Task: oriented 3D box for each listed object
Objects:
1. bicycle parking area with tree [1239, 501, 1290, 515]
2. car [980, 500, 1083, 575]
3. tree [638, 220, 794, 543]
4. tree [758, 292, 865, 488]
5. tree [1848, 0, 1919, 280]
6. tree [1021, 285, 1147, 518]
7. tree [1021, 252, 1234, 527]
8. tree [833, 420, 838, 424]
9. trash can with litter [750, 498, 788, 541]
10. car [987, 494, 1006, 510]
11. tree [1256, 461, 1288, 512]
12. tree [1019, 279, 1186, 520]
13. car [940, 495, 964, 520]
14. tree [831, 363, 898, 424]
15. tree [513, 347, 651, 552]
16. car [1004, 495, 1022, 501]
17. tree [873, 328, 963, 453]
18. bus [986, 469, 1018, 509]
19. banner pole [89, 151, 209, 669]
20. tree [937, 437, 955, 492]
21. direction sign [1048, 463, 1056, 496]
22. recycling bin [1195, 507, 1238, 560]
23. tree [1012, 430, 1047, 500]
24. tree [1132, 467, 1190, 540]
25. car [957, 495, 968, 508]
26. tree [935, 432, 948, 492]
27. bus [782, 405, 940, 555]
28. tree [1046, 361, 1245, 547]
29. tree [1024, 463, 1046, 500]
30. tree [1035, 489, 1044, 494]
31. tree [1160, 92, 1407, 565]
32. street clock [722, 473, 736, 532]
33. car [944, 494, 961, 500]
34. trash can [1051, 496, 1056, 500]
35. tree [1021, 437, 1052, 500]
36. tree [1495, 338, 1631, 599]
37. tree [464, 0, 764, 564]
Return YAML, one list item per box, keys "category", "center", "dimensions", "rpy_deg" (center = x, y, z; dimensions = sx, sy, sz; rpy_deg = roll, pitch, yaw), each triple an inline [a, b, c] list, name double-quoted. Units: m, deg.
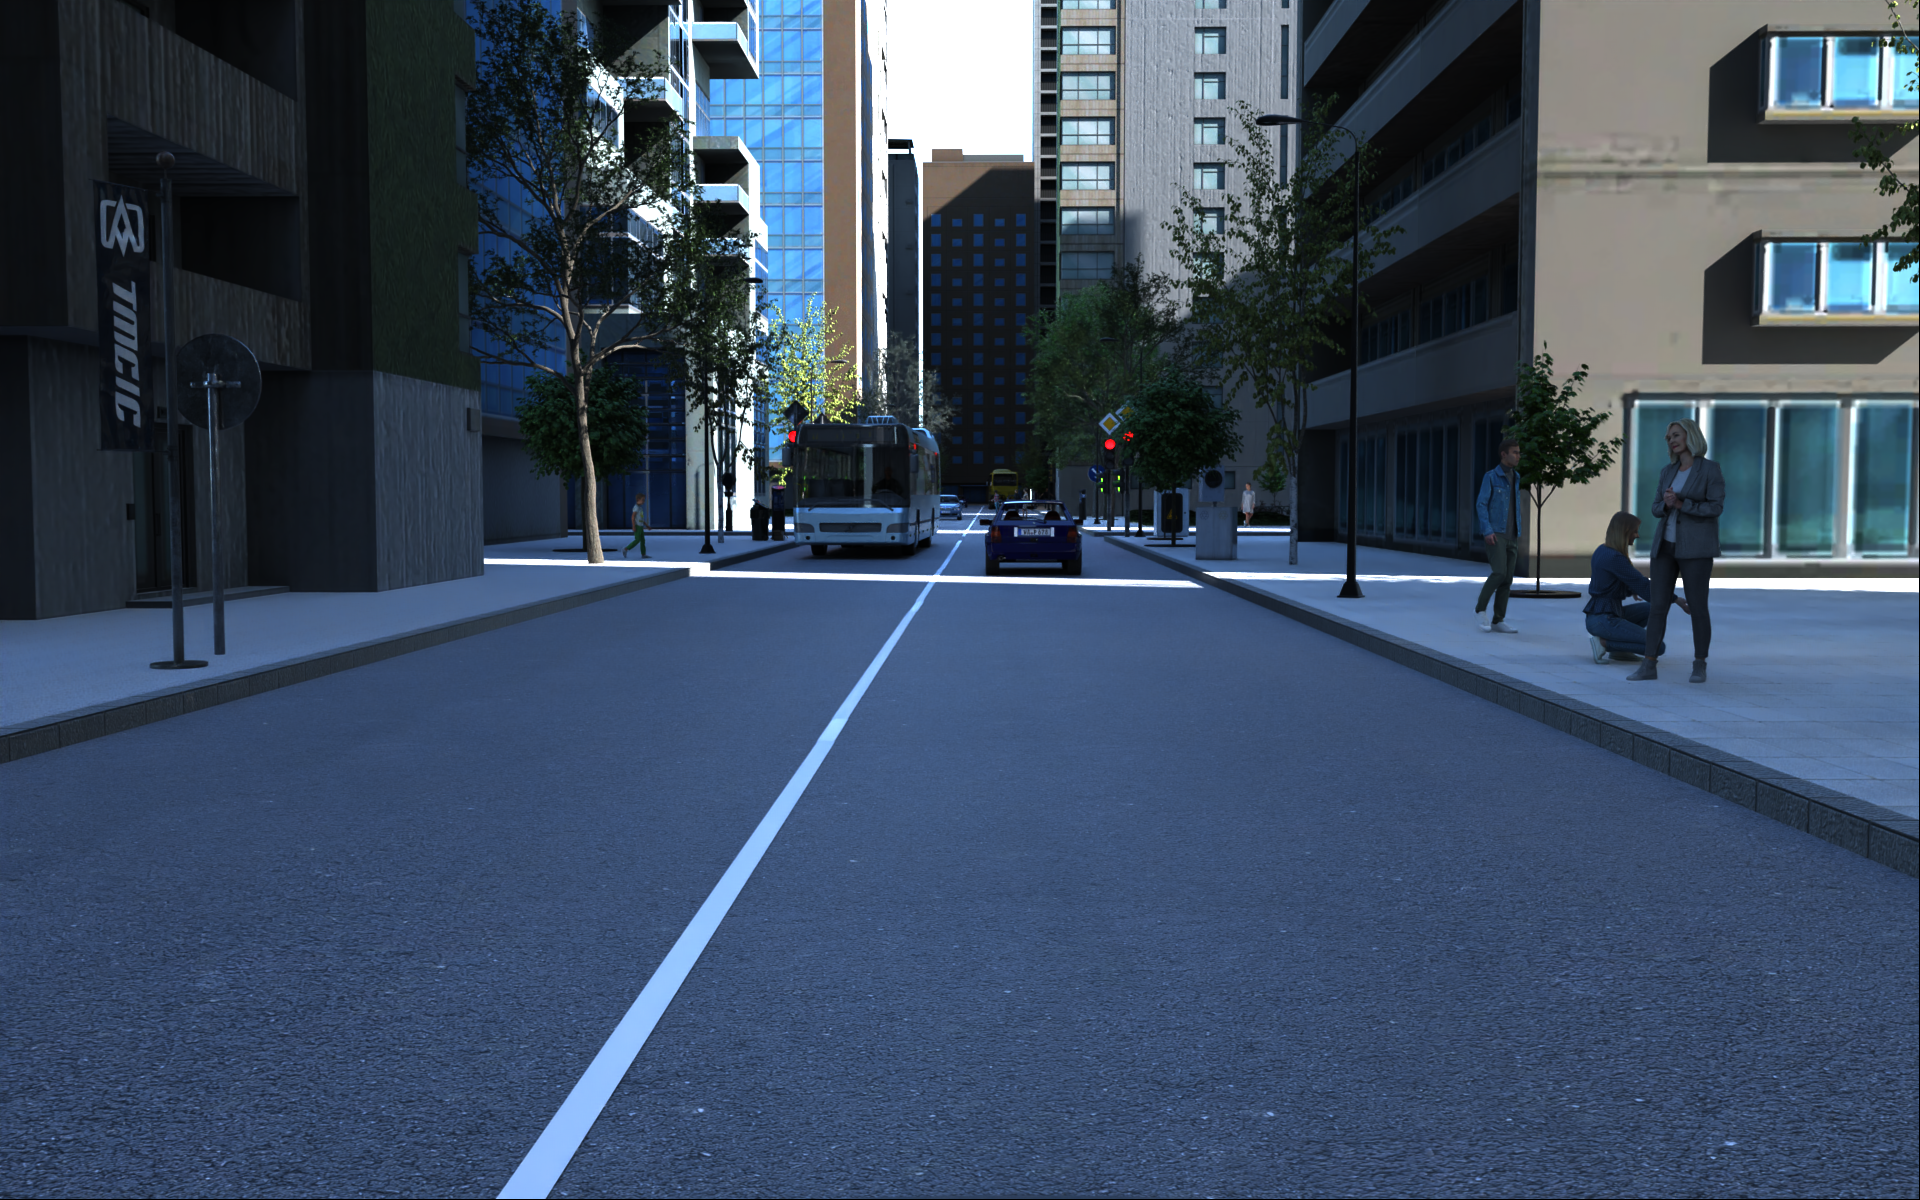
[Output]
- category: "bicycle parking area with tree"
  center: [18.898, -6.469, 92.777]
  dimensions: [9.016, 4.147, 8.231]
  rpy_deg: [2, 4, 34]
- category: "car"
  center: [1.332, -1.191, 32.051]
  dimensions: [1.945, 1.354, 3.894]
  rpy_deg: [0, 4, 1]
- category: "tree"
  center: [-6.260, -5.793, 45.073]
  dimensions: [4.360, 8.622, 3.978]
  rpy_deg: [0, 3, 0]
- category: "tree"
  center: [-5.760, -6.958, 64.127]
  dimensions: [4.737, 8.622, 4.395]
  rpy_deg: [0, 3, 0]
- category: "tree"
  center: [13.354, -4.380, 21.984]
  dimensions: [4.737, 8.622, 4.395]
  rpy_deg: [0, 3, 0]
- category: "tree"
  center: [7.044, -10.786, 94.481]
  dimensions: [7.486, 12.596, 7.792]
  rpy_deg: [0, 3, 0]
- category: "tree"
  center: [6.071, -8.120, 67.179]
  dimensions: [8.767, 10.594, 7.601]
  rpy_deg: [-3, 4, -36]
- category: "tree"
  center: [-5.457, -5.681, 76.599]
  dimensions: [4.285, 4.588, 4.351]
  rpy_deg: [0, 3, 0]
- category: "trash can with litter"
  center: [-5.261, -2.222, 47.711]
  dimensions: [1.055, 1.170, 0.624]
  rpy_deg: [0, 4, -1]
- category: "car"
  center: [3.551, -9.309, 161.982]
  dimensions: [2.009, 1.686, 4.222]
  rpy_deg: [0, 4, -1]
- category: "tree"
  center: [15.546, -5.609, 86.304]
  dimensions: [1.663, 3.219, 1.824]
  rpy_deg: [0, 3, 0]
- category: "tree"
  center: [7.068, -9.741, 85.020]
  dimensions: [9.928, 11.665, 9.643]
  rpy_deg: [0, 3, 0]
- category: "car"
  center: [-0.766, -5.165, 96.450]
  dimensions: [2.014, 1.417, 4.499]
  rpy_deg: [0, 4, 1]
- category: "tree"
  center: [-5.214, -8.946, 96.625]
  dimensions: [4.360, 8.622, 3.978]
  rpy_deg: [0, 3, 0]
- category: "tree"
  center: [-8.433, -3.378, 38.946]
  dimensions: [4.285, 4.588, 4.351]
  rpy_deg: [0, 3, 0]
- category: "car"
  center: [4.714, -8.280, 147.952]
  dimensions: [1.945, 1.354, 3.894]
  rpy_deg: [0, 4, 3]
- category: "tree"
  center: [-4.784, -13.279, 127.477]
  dimensions: [12.009, 13.543, 11.850]
  rpy_deg: [0, 3, 0]
- category: "bus"
  center: [4.199, -10.956, 170.669]
  dimensions: [2.896, 3.916, 12.252]
  rpy_deg: [0, 4, -1]
- category: "banner pole"
  center: [-5.893, -1.378, 12.544]
  dimensions: [0.401, 3.779, 0.863]
  rpy_deg: [2, 4, 23]
- category: "tree"
  center: [-3.020, -16.030, 212.453]
  dimensions: [4.360, 8.622, 3.978]
  rpy_deg: [0, 3, 0]
- category: "direction sign"
  center: [6.420, -7.727, 118.328]
  dimensions: [0.876, 3.537, 0.379]
  rpy_deg: [3, 4, 36]
- category: "recycling bin"
  center: [5.043, -1.314, 34.033]
  dimensions: [0.722, 1.027, 0.722]
  rpy_deg: [1, 4, 18]
- category: "tree"
  center: [7.930, -14.804, 192.409]
  dimensions: [4.737, 8.622, 4.395]
  rpy_deg: [0, 3, 0]
- category: "tree"
  center: [5.619, -3.298, 48.526]
  dimensions: [1.663, 3.219, 1.824]
  rpy_deg: [0, 3, 0]
- category: "car"
  center: [-0.060, -10.571, 185.412]
  dimensions: [1.945, 1.354, 3.894]
  rpy_deg: [0, 4, 1]
- category: "tree"
  center: [-3.184, -14.716, 190.967]
  dimensions: [4.737, 8.622, 4.395]
  rpy_deg: [0, 3, 0]
- category: "bus"
  center: [-2.134, -2.966, 43.358]
  dimensions: [2.948, 3.499, 13.247]
  rpy_deg: [0, 4, 2]
- category: "tree"
  center: [5.169, -3.592, 42.449]
  dimensions: [4.285, 4.588, 4.351]
  rpy_deg: [0, 3, 0]
- category: "tree"
  center: [8.451, -12.260, 184.159]
  dimensions: [4.285, 4.588, 4.351]
  rpy_deg: [0, 3, 0]
- category: "tree"
  center: [9.135, -12.543, 199.681]
  dimensions: [1.663, 3.219, 1.824]
  rpy_deg: [0, 3, 0]
- category: "tree"
  center: [5.826, -4.950, 31.293]
  dimensions: [4.737, 8.622, 4.395]
  rpy_deg: [0, 3, 0]
- category: "street clock"
  center: [-7.926, -3.353, 59.390]
  dimensions: [0.471, 2.002, 0.358]
  rpy_deg: [2, 4, 26]
- category: "car"
  center: [-0.894, -8.864, 154.709]
  dimensions: [2.009, 1.686, 4.222]
  rpy_deg: [0, 4, 1]
- category: "trash can"
  center: [6.431, -6.376, 115.904]
  dimensions: [0.748, 1.137, 0.748]
  rpy_deg: [0, 3, 0]
- category: "tree"
  center: [9.247, -15.995, 211.878]
  dimensions: [4.360, 8.622, 3.978]
  rpy_deg: [0, 3, 0]
- category: "tree"
  center: [7.184, -1.649, 21.564]
  dimensions: [1.663, 3.219, 1.824]
  rpy_deg: [0, 3, 0]
- category: "tree"
  center: [-7.046, -5.949, 31.682]
  dimensions: [7.601, 10.594, 8.767]
  rpy_deg: [1, 4, 9]
